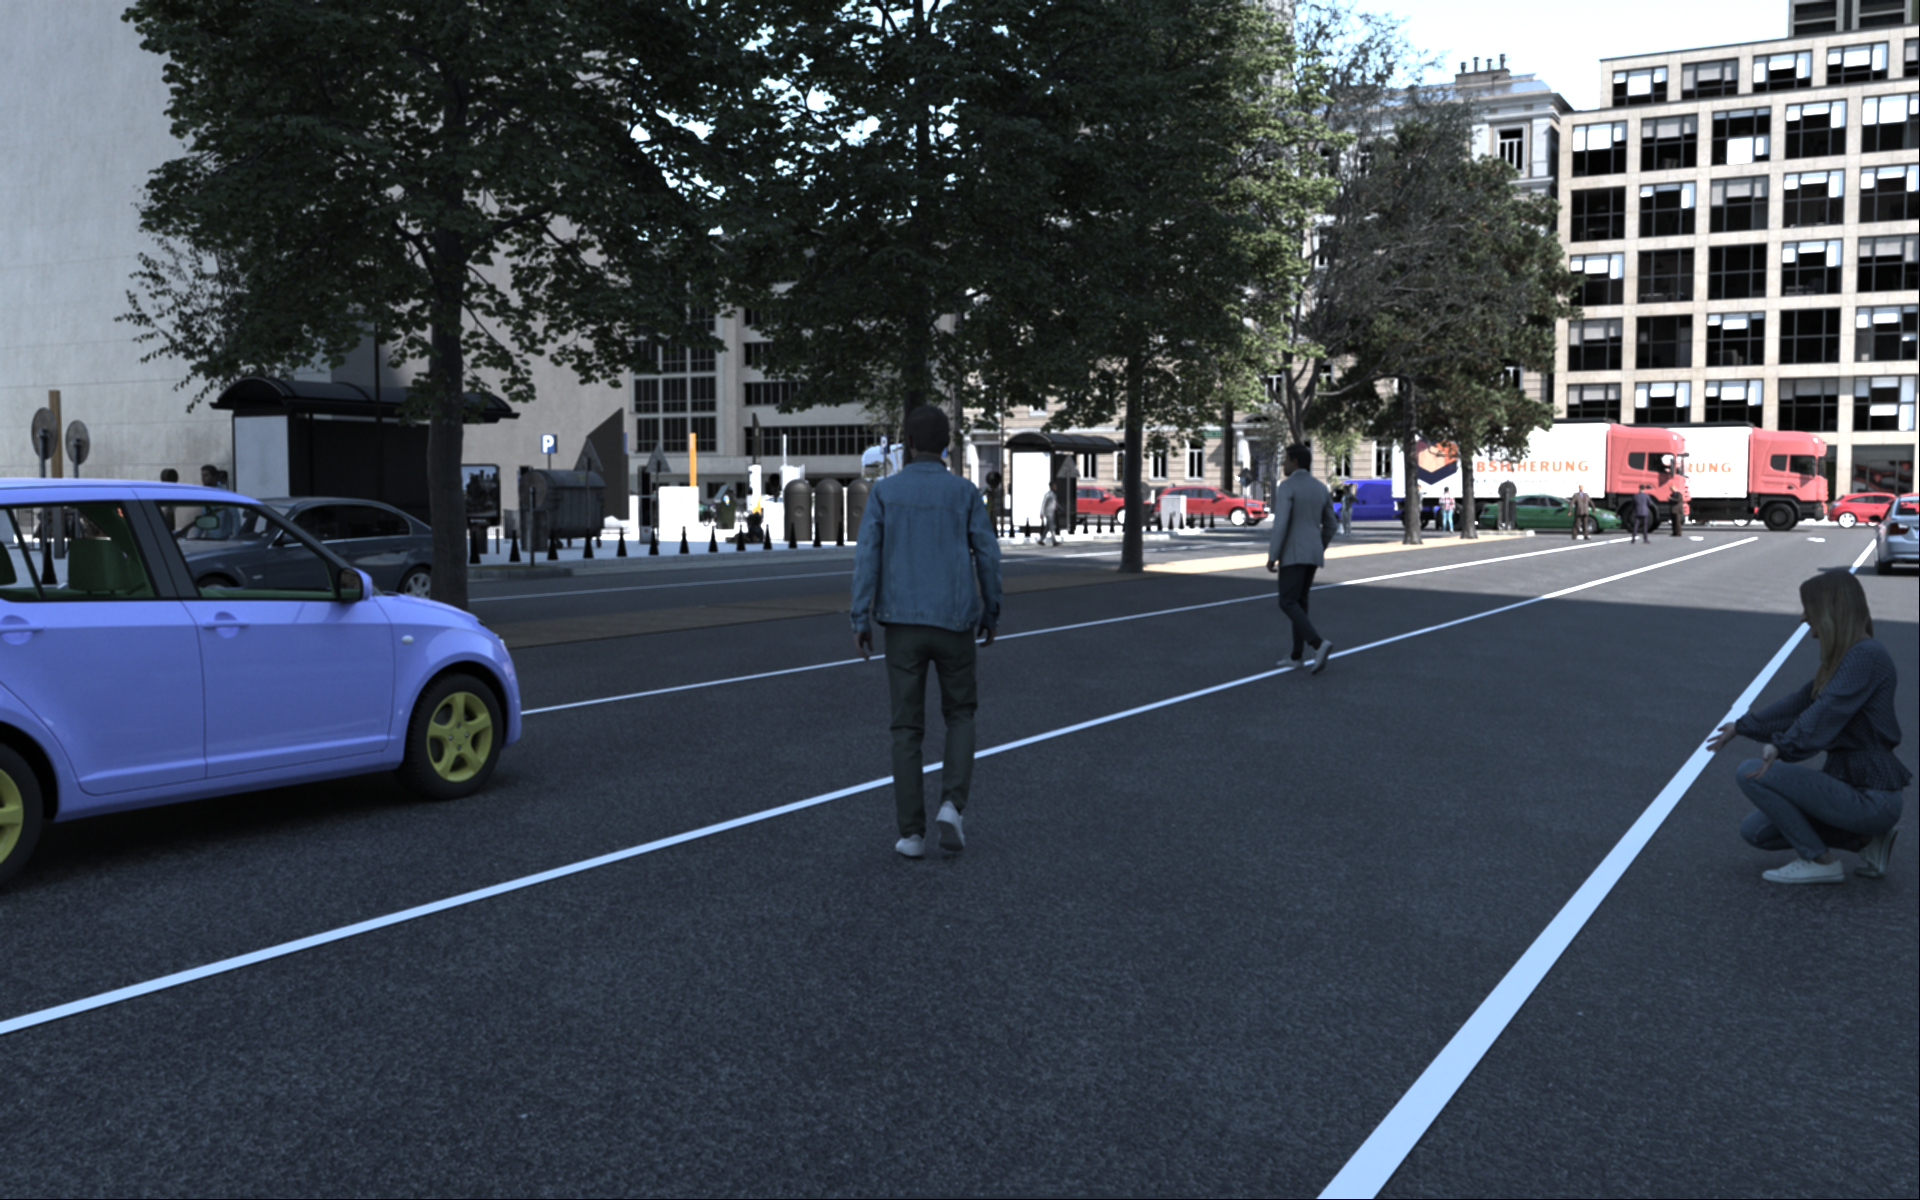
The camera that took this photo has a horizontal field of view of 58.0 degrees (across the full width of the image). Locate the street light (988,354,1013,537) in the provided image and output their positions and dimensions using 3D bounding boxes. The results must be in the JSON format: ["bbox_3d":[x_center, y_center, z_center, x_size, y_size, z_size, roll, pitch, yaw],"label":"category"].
[{"bbox_3d":[1.253,-4.796,51.198,0.468,5.910,1.993,2,4,29],"label":"street light"}]

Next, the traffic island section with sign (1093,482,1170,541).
[{"bbox_3d":[5.468,-2.787,54.193,1.989,1.847,2.006,2,4,29],"label":"traffic island section with sign"}]

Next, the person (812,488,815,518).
[{"bbox_3d":[-7.014,-4.517,83.069,0.841,1.734,0.376,-2,4,-31],"label":"person"}]

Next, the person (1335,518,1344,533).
[{"bbox_3d":[13.802,-2.698,63.088,0.381,0.543,0.357,0,4,-8],"label":"person"}]

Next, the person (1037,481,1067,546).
[{"bbox_3d":[2.484,-2.375,47.611,0.850,1.792,0.678,2,4,31],"label":"person"}]

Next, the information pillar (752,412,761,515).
[{"bbox_3d":[-5.861,-3.581,49.898,0.183,3.616,0.504,1,4,10],"label":"information pillar"}]

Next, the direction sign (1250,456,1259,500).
[{"bbox_3d":[17.789,-6.887,104.600,0.379,3.537,0.876,-2,4,-25],"label":"direction sign"}]

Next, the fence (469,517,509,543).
[{"bbox_3d":[-12.971,-1.866,45.888,2.069,0.683,0.278,0,4,5],"label":"fence"}]

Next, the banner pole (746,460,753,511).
[{"bbox_3d":[-15.578,-8.447,128.125,0.863,3.779,0.401,-2,4,-28],"label":"banner pole"}]

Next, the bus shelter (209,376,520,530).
[{"bbox_3d":[-10.842,-2.336,32.125,2.014,3.302,5.546,2,4,29],"label":"bus shelter"}]

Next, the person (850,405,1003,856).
[{"bbox_3d":[-0.127,0.123,6.839,0.601,1.785,0.444,0,4,-1],"label":"person"}]

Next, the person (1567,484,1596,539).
[{"bbox_3d":[19.635,-2.788,54.643,0.990,1.755,0.434,0,4,-7],"label":"person"}]

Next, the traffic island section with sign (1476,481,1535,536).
[{"bbox_3d":[18.782,-3.165,59.878,2.006,1.907,1.989,2,4,29],"label":"traffic island section with sign"}]

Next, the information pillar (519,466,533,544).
[{"bbox_3d":[-11.181,-2.458,44.682,0.304,2.012,0.304,0,4,0],"label":"information pillar"}]

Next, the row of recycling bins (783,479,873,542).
[{"bbox_3d":[-3.043,-2.411,46.530,3.534,1.692,1.069,1,4,11],"label":"row of recycling bins"}]

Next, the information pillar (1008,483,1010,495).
[{"bbox_3d":[3.379,-6.781,115.355,0.304,2.012,0.304,-3,5,-41],"label":"information pillar"}]

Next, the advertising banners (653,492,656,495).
[{"bbox_3d":[-22.208,-7.956,126.273,2.074,3.025,0.090,3,5,43],"label":"advertising banners"}]

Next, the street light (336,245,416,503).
[{"bbox_3d":[-10.221,-3.524,30.405,0.468,5.910,1.993,2,4,29],"label":"street light"}]

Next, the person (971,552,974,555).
[{"bbox_3d":[0.063,-1.926,40.540,0.990,1.755,0.434,3,4,39],"label":"person"}]

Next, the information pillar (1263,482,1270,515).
[{"bbox_3d":[18.736,-6.202,105.898,0.304,2.012,0.304,-3,5,-40],"label":"information pillar"}]

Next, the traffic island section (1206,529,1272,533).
[{"bbox_3d":[10.538,-2.559,64.127,2.009,0.180,2.903,2,4,29],"label":"traffic island section"}]

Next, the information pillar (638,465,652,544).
[{"bbox_3d":[-8.103,-2.450,44.550,0.304,2.012,0.304,-1,4,-20],"label":"information pillar"}]

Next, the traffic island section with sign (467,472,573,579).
[{"bbox_3d":[-7.844,-1.309,30.026,1.989,1.847,2.006,2,4,29],"label":"traffic island section with sign"}]

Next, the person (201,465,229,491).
[{"bbox_3d":[-9.003,-0.747,21.054,0.601,1.785,0.444,3,4,37],"label":"person"}]

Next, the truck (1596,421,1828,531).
[{"bbox_3d":[29.022,-4.900,69.032,11.283,4.237,2.839,2,4,30],"label":"truck"}]

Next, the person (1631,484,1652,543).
[{"bbox_3d":[19.760,-2.495,50.218,0.541,1.710,0.530,3,5,42],"label":"person"}]

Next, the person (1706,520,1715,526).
[{"bbox_3d":[33.289,-4.141,76.798,0.593,1.750,0.643,1,4,19],"label":"person"}]

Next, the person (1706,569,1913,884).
[{"bbox_3d":[3.112,0.464,6.410,0.738,1.151,1.012,2,4,29],"label":"person"}]

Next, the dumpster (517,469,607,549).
[{"bbox_3d":[-9.393,-2.148,40.884,1.264,1.857,1.865,2,4,29],"label":"dumpster"}]

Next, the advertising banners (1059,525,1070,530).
[{"bbox_3d":[3.072,-4.004,61.649,2.074,3.025,0.090,-2,4,-34],"label":"advertising banners"}]

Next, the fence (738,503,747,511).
[{"bbox_3d":[-14.902,-6.435,120.580,0.278,0.683,2.069,-1,4,-19],"label":"fence"}]

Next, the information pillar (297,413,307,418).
[{"bbox_3d":[-17.442,-3.344,46.024,0.183,3.616,0.504,1,4,20],"label":"information pillar"}]

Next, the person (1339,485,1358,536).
[{"bbox_3d":[13.231,-3.057,59.203,0.376,1.734,0.841,-1,4,-14],"label":"person"}]

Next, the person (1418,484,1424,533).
[{"bbox_3d":[16.077,-3.200,61.097,0.573,1.790,0.520,-1,4,-17],"label":"person"}]

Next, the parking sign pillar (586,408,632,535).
[{"bbox_3d":[-11.104,-4.043,54.582,1.447,3.967,1.447,1,4,22],"label":"parking sign pillar"}]

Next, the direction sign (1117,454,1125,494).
[{"bbox_3d":[9.264,-6.525,98.677,0.379,3.537,0.876,-3,5,-40],"label":"direction sign"}]

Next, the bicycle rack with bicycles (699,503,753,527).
[{"bbox_3d":[-9.322,-3.307,67.457,2.852,0.926,2.925,3,4,36],"label":"bicycle rack with bicycles"}]

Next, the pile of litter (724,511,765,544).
[{"bbox_3d":[-5.619,-1.914,45.252,1.176,0.858,1.719,1,4,9],"label":"pile of litter"}]

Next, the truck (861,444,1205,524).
[{"bbox_3d":[3.005,-5.944,86.938,18.799,4.110,2.967,2,4,27],"label":"truck"}]

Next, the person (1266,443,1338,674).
[{"bbox_3d":[2.811,-0.347,14.022,0.661,1.843,0.795,-2,4,-33],"label":"person"}]

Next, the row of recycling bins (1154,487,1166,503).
[{"bbox_3d":[12.786,-5.649,99.479,3.534,1.692,1.069,-1,4,-20],"label":"row of recycling bins"}]

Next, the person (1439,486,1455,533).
[{"bbox_3d":[17.812,-3.305,63.377,0.563,1.720,0.643,1,4,13],"label":"person"}]

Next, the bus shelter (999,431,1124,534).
[{"bbox_3d":[3.487,-3.934,58.238,2.014,3.302,5.546,2,4,29],"label":"bus shelter"}]

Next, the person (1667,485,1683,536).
[{"bbox_3d":[24.234,-3.032,58.767,0.600,1.739,0.565,-3,5,-42],"label":"person"}]

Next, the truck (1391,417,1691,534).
[{"bbox_3d":[22.188,-4.683,65.475,11.283,4.237,2.839,2,4,30],"label":"truck"}]

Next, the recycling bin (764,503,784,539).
[{"bbox_3d":[-5.181,-2.245,49.260,0.722,1.027,0.722,0,4,2],"label":"recycling bin"}]

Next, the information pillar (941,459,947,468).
[{"bbox_3d":[-1.094,-7.256,109.987,0.504,3.616,0.183,2,4,24],"label":"information pillar"}]
